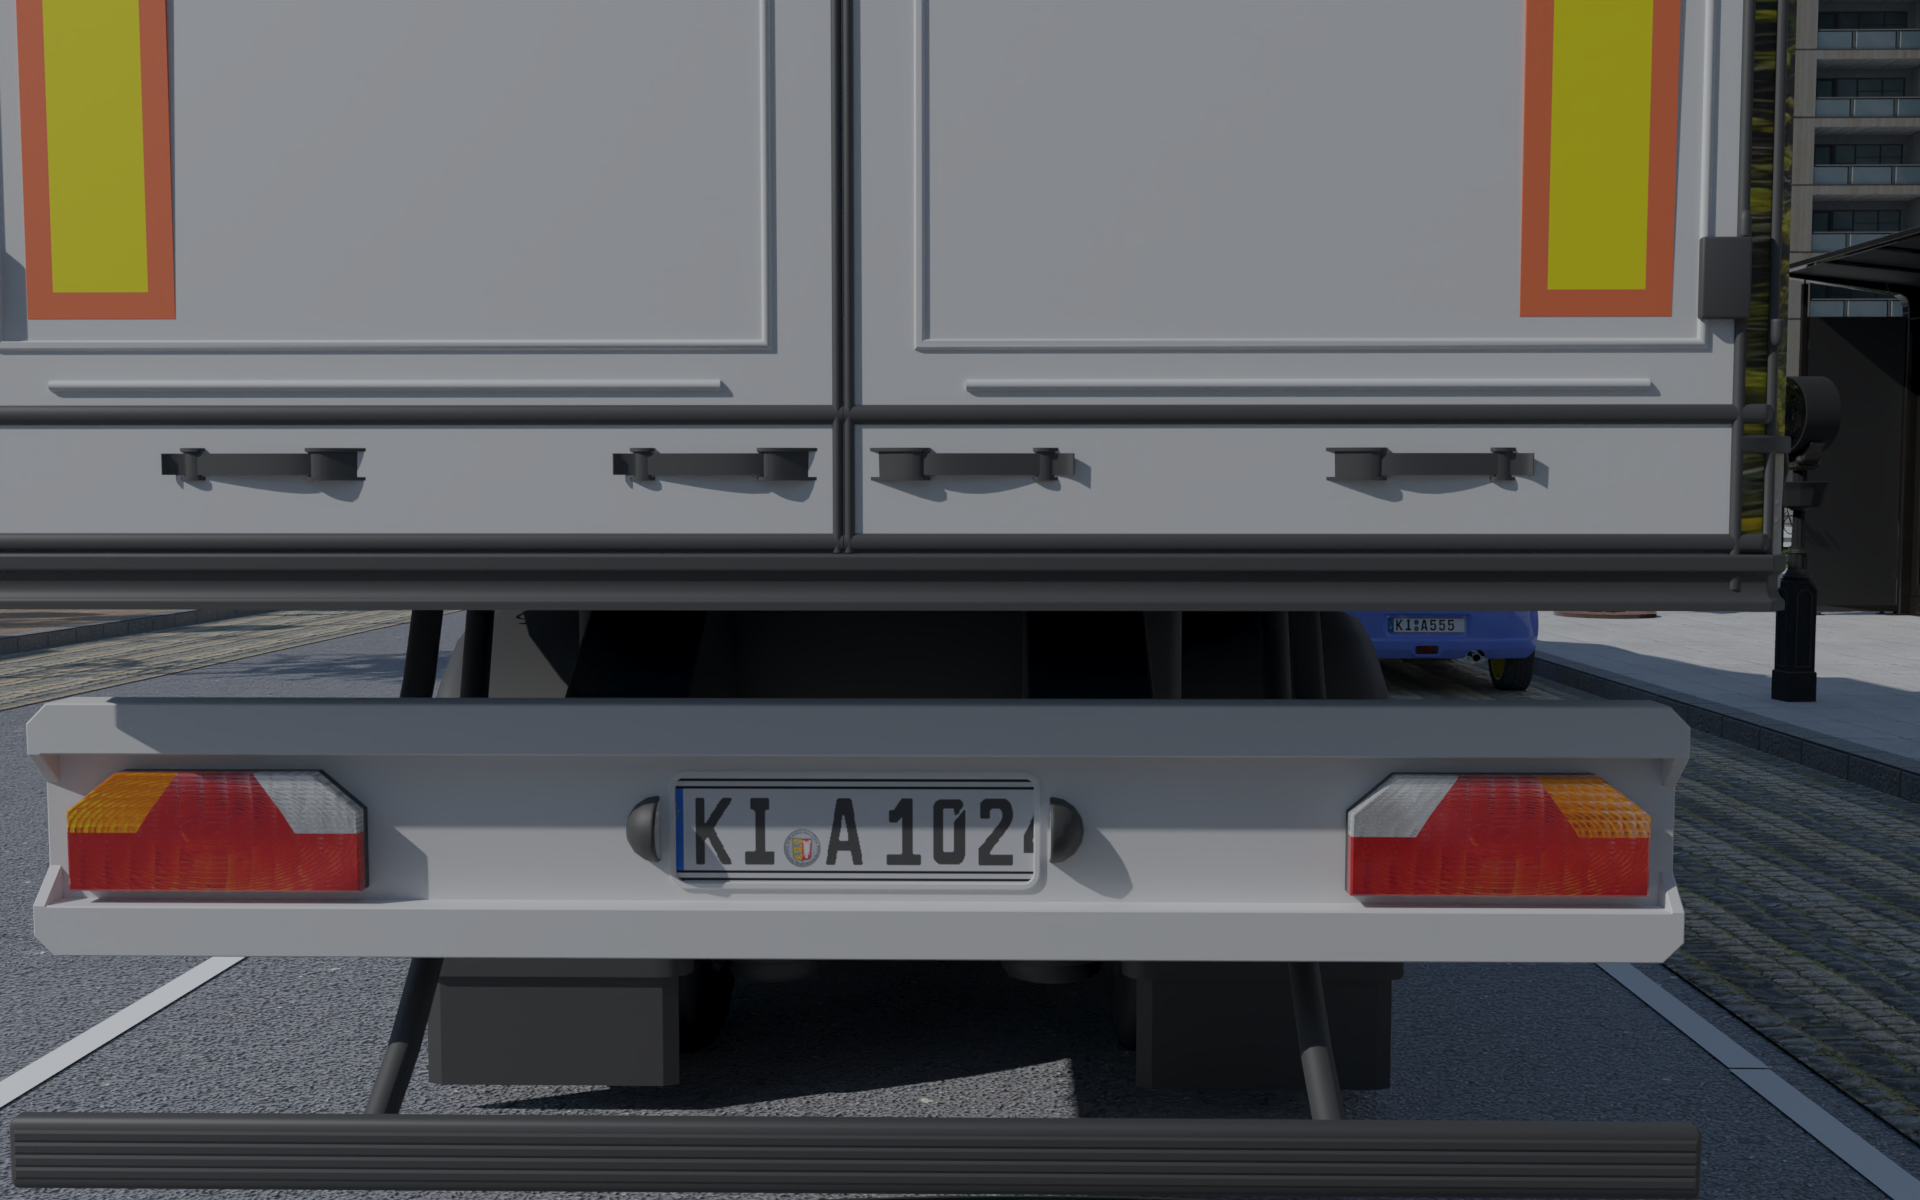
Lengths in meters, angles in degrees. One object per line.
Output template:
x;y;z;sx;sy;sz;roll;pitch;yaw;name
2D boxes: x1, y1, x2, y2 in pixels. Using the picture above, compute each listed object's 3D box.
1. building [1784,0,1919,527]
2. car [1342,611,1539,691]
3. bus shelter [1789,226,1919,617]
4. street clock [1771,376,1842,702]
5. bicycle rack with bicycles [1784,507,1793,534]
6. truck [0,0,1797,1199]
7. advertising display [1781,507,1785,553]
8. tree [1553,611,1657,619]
35.473;-23.715;71.329;14.086;41.232;14.154;0;4;1;building
3.364;-0.263;13.899;1.945;1.707;3.694;0;4;3;car
9.266;-1.467;15.266;1.731;3.624;6.357;0;4;1;bus shelter
5.183;-0.376;10.710;0.358;2.002;0.471;0;4;-6;street clock
25.604;-2.574;55.471;2.925;0.926;2.852;-1;4;-22;bicycle rack with bicycles
-0.057;-1.151;7.735;2.839;4.237;11.283;0;4;1;truck
8.733;-0.868;19.410;0.974;1.923;0.123;0;4;-2;advertising display
6.785;-1.451;18.321;1.663;3.219;1.824;0;3;0;tree
